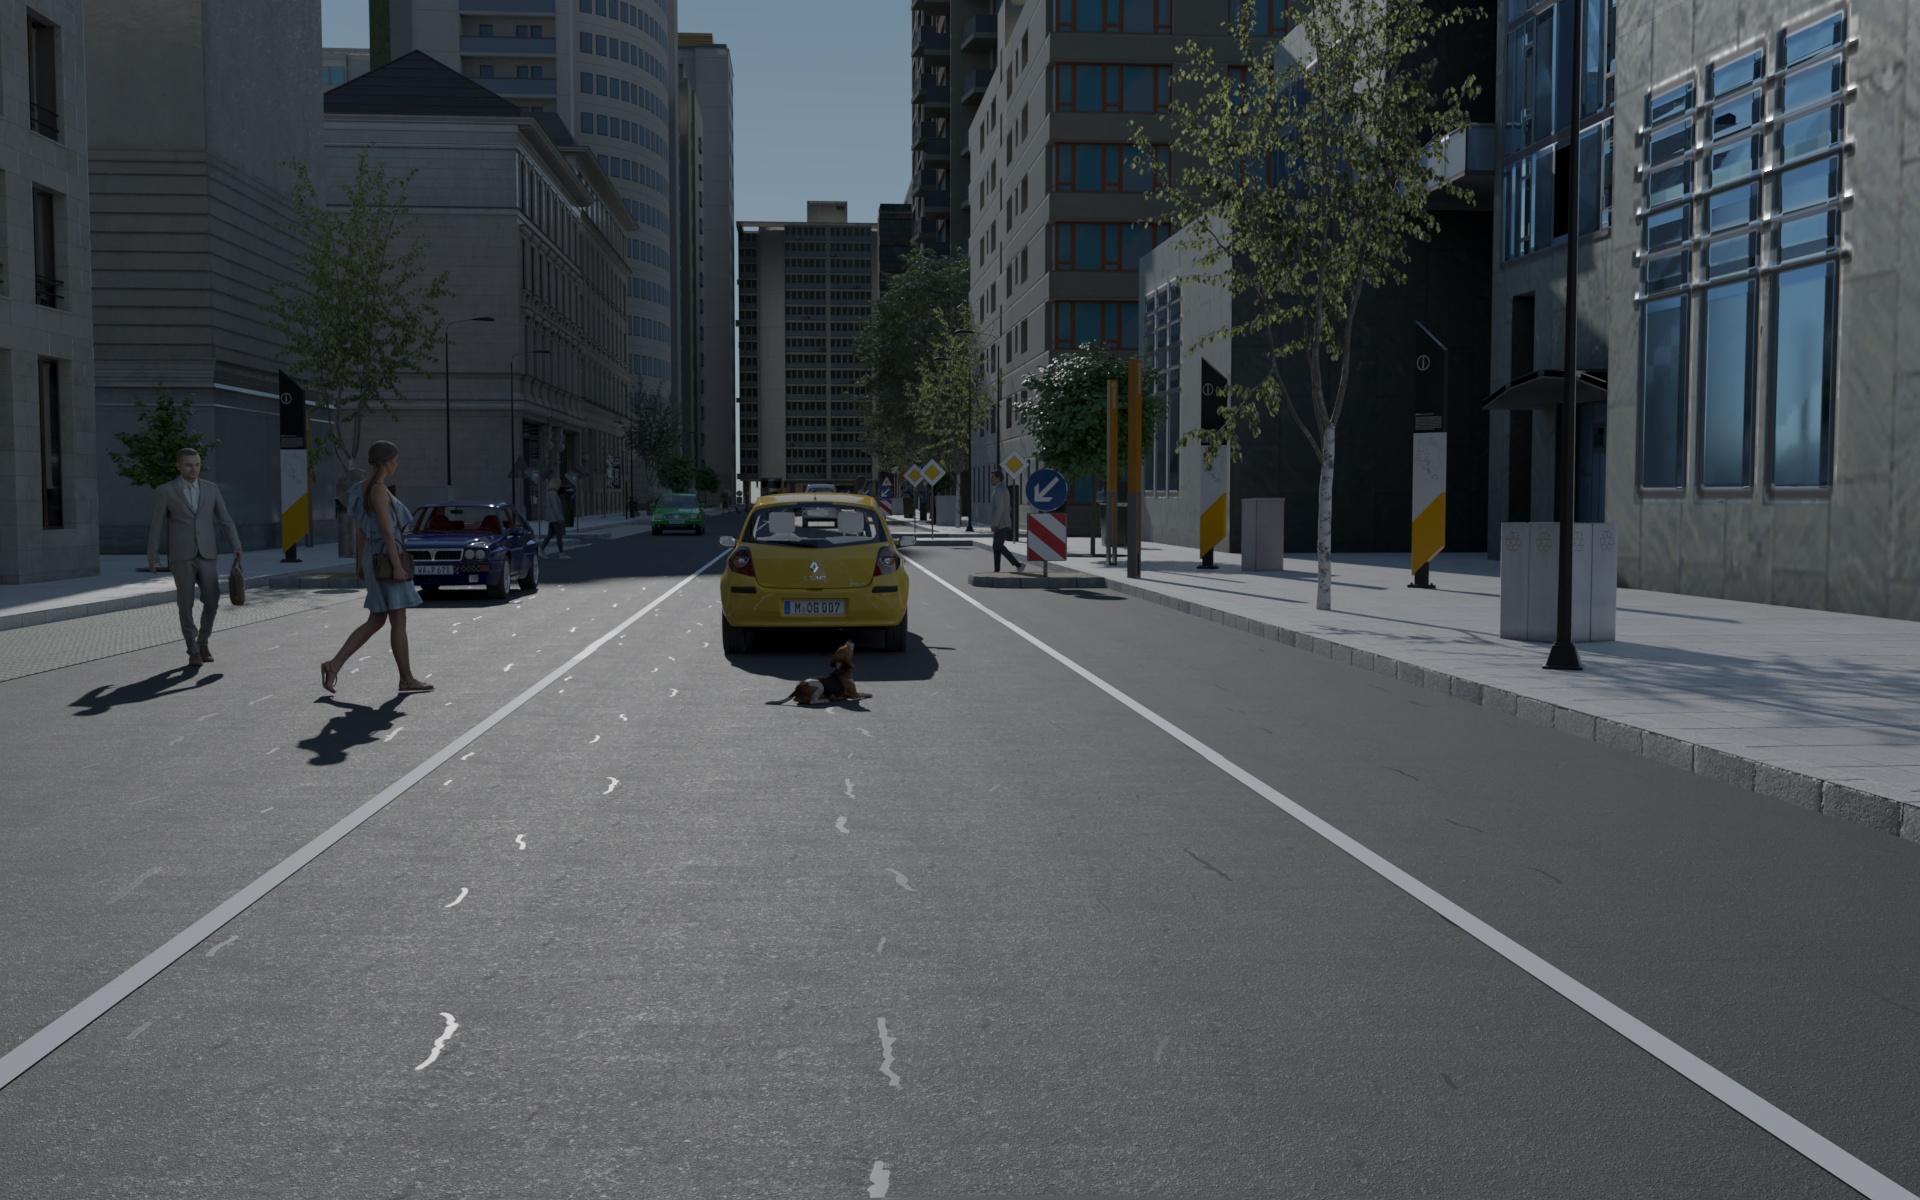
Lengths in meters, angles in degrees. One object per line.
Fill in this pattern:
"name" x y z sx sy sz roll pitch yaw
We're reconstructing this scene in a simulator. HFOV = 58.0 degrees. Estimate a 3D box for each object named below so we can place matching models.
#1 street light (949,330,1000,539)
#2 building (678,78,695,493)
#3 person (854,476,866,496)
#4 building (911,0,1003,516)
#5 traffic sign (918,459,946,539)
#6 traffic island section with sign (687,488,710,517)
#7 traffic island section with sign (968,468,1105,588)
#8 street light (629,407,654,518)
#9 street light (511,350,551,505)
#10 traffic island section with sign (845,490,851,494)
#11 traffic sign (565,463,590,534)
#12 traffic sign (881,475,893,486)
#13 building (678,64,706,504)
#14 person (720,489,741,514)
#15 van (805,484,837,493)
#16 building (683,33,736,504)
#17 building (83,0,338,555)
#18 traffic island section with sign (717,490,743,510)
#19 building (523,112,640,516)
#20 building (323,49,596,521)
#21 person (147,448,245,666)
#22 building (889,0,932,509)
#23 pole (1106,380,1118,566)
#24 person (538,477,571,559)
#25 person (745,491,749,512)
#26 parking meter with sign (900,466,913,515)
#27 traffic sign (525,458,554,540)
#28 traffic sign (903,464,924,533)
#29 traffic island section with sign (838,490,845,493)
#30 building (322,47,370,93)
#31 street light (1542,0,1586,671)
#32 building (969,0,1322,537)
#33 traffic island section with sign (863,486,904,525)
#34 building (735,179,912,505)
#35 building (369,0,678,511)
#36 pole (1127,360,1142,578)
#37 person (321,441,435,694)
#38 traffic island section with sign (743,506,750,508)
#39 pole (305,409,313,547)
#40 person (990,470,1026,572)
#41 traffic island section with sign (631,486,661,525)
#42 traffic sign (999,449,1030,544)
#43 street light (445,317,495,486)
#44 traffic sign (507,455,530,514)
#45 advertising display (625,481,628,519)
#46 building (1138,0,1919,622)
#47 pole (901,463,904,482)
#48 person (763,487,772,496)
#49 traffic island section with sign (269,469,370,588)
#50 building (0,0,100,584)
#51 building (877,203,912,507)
"street light" 0.550 -4.684 49.129 1.470 5.913 1.316 0 4 -5
"building" -32.897 -29.426 164.703 14.154 41.232 14.086 0 4 -5
"person" -2.079 -1.749 37.106 0.388 1.821 0.555 -2 4 -30
"building" 8.322 -27.777 108.774 22.147 44.769 28.867 0 4 -5
"traffic sign" -0.784 -2.778 49.062 0.795 2.450 0.064 0 4 -5
"traffic island section with sign" -16.725 -6.116 108.621 1.989 1.847 2.006 0 4 -5
"traffic island section with sign" 1.155 -1.148 27.400 1.989 1.847 2.006 0 4 -5
"street light" -17.068 -7.361 92.889 1.470 5.913 1.316 0 4 -5
"street light" -13.854 -5.090 55.766 1.470 5.913 1.316 0 4 -5
"traffic island section with sign" -6.068 -6.156 109.276 1.989 1.847 2.006 0 4 -5
"traffic sign" -12.390 -3.207 56.077 0.795 2.450 0.064 0 4 -5
"traffic sign" -5.003 -7.250 118.536 0.884 2.594 0.081 0 4 -1
"building" -39.602 -34.775 192.277 21.600 48.544 21.300 0 4 -5
"person" -16.837 -7.218 126.730 1.509 1.804 0.699 1 4 12
"van" -6.108 -4.227 76.126 2.013 2.044 4.112 0 4 -4
"building" -43.433 -41.732 224.314 28.212 58.520 21.231 0 4 -5
"building" -24.971 -11.666 39.895 18.267 20.994 9.793 0 4 -5
"traffic island section with sign" -21.063 -9.127 157.850 1.989 1.847 2.006 0 4 -5
"building" -30.116 -17.020 111.568 16.112 22.955 30.059 0 4 -5
"building" -23.845 -13.819 76.844 10.553 20.767 40.483 0 4 -5
"person" -6.395 -0.360 14.503 0.709 1.813 0.853 -3 5 -41
"building" 4.265 -43.868 155.491 20.563 71.187 20.611 0 4 -5
"pole" 2.725 -2.275 31.042 0.158 3.312 0.155 0 3 0
"person" -8.995 -1.813 38.323 0.728 1.800 0.709 -1 4 -17
"person" -16.844 -7.806 137.052 0.530 1.710 0.541 1 4 19
"parking meter with sign" -3.382 -6.821 107.783 0.543 3.016 1.738 -2 4 -33
"traffic sign" -11.688 -2.721 48.123 0.795 2.450 0.064 0 4 -5
"traffic sign" -1.487 -3.264 57.016 0.795 2.450 0.064 0 4 -5
"traffic island section with sign" -12.914 -10.900 186.843 1.989 1.847 2.006 0 4 -5
"building" -65.468 -34.843 189.295 30.456 49.044 23.786 0 4 -5
"street light" 3.907 -2.446 12.535 1.470 5.913 1.316 0 4 -5
"building" 16.025 -13.769 70.161 28.899 21.520 27.650 0 4 -5
"traffic island section with sign" -3.681 -4.497 82.148 1.989 1.847 2.006 0 4 -5
"building" -17.790 -33.056 232.347 23.993 40.220 32.217 0 4 -5
"building" -34.774 -36.747 142.812 21.231 58.520 28.212 0 4 -5
"pole" 2.664 -1.992 26.419 0.158 3.312 0.155 0 3 0
"person" -4.147 -0.230 12.354 0.778 1.811 0.616 -2 4 -29
"traffic island section with sign" -23.438 -10.769 184.701 1.989 1.847 2.006 0 4 -5
"pole" -15.684 -2.924 41.657 0.158 3.312 0.155 0 3 0
"person" 0.760 -1.279 29.265 0.795 1.843 0.661 1 4 15
"traffic island section with sign" -14.282 -4.425 80.972 1.989 1.847 2.006 0 4 -5
"traffic sign" 1.391 -2.646 44.448 0.795 2.450 0.064 0 4 -1
"street light" -12.871 -4.458 45.423 1.470 5.913 1.316 0 4 -5
"traffic sign" -14.495 -3.495 57.139 0.884 2.594 0.081 0 4 0
"advertising display" -16.976 -5.074 88.168 0.123 1.923 0.974 -1 4 -11
"building" 17.384 -43.926 30.860 22.319 86.520 31.000 0 4 -5
"pole" -3.759 -7.345 113.932 0.158 3.312 0.155 0 3 0
"person" -10.219 -5.122 92.425 0.721 1.800 0.419 -1 4 -16
"traffic island section with sign" -9.534 -1.134 27.162 1.989 1.847 2.006 0 4 -5
"building" -17.982 -9.977 17.871 10.420 20.320 16.860 0 4 -5
"building" -1.356 -24.648 174.701 14.160 30.474 14.107 0 4 -5
